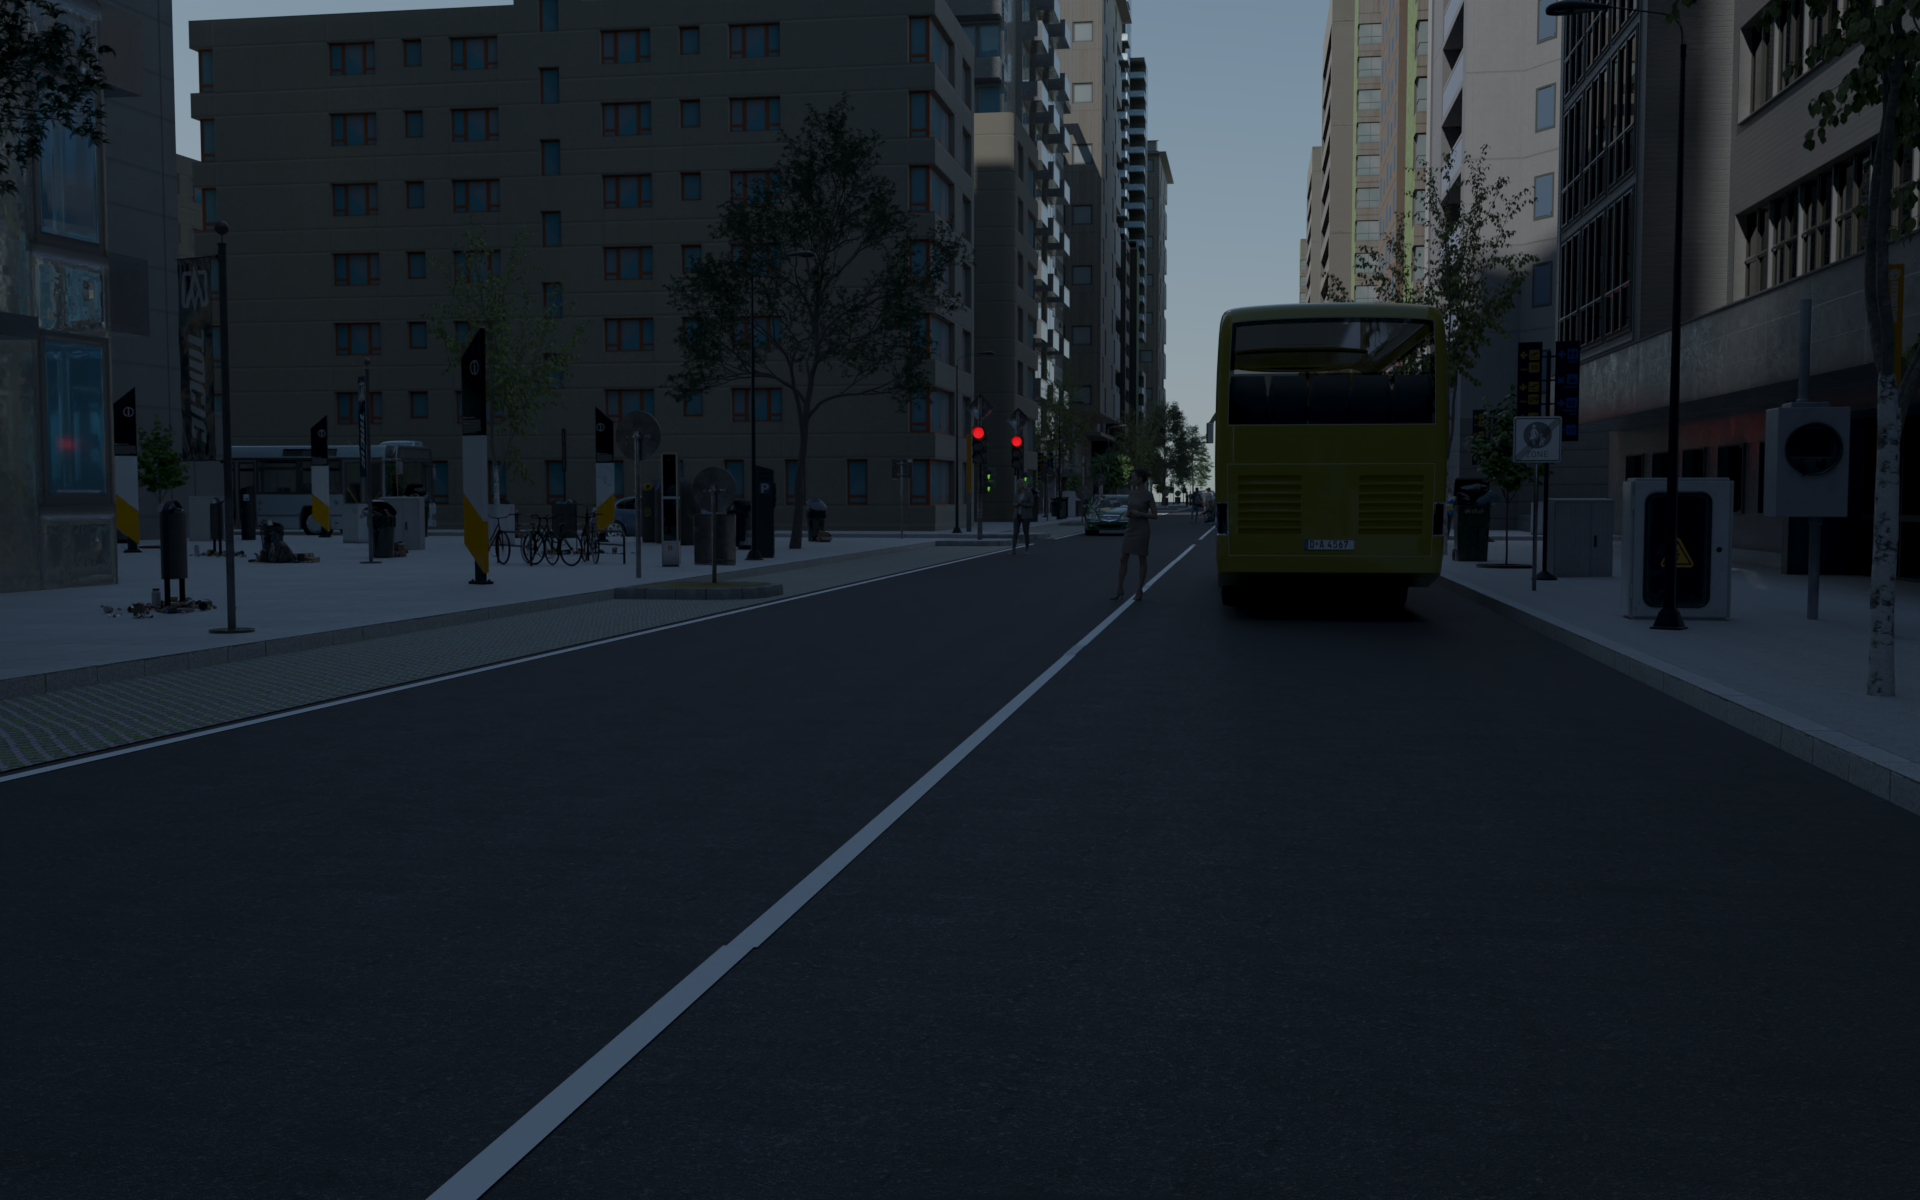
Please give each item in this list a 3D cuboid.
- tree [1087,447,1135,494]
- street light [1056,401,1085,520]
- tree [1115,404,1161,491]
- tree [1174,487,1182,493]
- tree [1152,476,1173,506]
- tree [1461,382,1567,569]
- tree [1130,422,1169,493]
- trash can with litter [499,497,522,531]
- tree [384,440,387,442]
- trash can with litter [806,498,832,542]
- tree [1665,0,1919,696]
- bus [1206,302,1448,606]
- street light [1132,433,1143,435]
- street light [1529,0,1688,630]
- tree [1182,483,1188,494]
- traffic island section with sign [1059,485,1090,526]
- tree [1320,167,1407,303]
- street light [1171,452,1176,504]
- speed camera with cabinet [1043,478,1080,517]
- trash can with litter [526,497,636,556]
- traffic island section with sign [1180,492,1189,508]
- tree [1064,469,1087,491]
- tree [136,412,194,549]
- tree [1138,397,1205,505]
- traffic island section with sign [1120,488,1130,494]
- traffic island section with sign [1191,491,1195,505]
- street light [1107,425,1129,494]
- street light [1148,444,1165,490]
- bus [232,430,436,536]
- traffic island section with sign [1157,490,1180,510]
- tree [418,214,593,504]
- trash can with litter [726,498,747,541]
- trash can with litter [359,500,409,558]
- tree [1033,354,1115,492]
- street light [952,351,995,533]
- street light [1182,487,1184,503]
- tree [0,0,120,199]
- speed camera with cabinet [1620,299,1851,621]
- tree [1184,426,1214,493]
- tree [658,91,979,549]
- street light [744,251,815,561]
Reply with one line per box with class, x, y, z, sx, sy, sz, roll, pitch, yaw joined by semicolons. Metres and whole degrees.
tree;10.432;-8.314;119.644;4.285;4.588;4.351;0;3;0
street light;5.519;-6.982;86.694;1.470;5.913;1.316;1;4;10
tree;14.425;-11.798;143.263;4.737;8.622;4.395;0;3;0
tree;28.204;-14.497;231.627;1.663;3.219;1.824;0;3;0
tree;25.221;-13.505;215.411;1.663;3.219;1.824;0;3;0
tree;9.674;-2.173;30.125;1.663;3.219;1.824;0;3;0
tree;18.905;-13.486;170.854;4.360;8.622;3.978;0;3;0
trash can with litter;-15.621;-2.977;60.057;1.055;1.170;0.624;2;4;31
tree;-20.166;-4.073;61.191;1.663;3.219;1.824;0;3;0
trash can with litter;-3.712;-2.142;46.406;0.624;1.170;1.055;-2;4;-29
tree;6.066;-3.687;10.648;4.737;8.622;4.395;0;3;0
bus;4.988;-2.054;25.134;2.896;3.916;12.252;1;4;8
street light;13.216;-9.751;131.972;1.470;5.913;1.316;1;4;10
street light;6.209;-2.682;16.388;1.470;5.913;1.316;1;4;10
tree;34.724;-16.750;268.465;1.663;3.219;1.824;0;3;0
traffic island section with sign;5.586;-4.280;78.605;1.989;1.847;2.006;1;4;10
tree;10.057;-5.269;36.515;4.737;8.622;4.395;0;3;0
street light;23.096;-13.359;190.957;1.470;5.913;1.316;1;4;10
speed camera with cabinet;5.627;-6.201;95.729;2.038;3.252;0.660;0;4;6
trash can with litter;-8.020;-1.576;36.828;2.233;1.210;1.678;0;4;-7
traffic island section with sign;22.898;-10.573;181.493;1.989;1.847;2.006;1;4;10
tree;8.569;-8.253;129.537;1.663;3.219;1.824;0;3;0
tree;-19.084;-2.838;40.997;1.663;3.219;1.824;0;3;0
tree;24.195;-17.622;205.129;9.611;12.733;9.660;0;3;0
traffic island section with sign;10.086;-5.915;105.334;1.989;1.847;2.006;1;4;10
traffic island section with sign;32.133;-13.933;236.428;1.989;1.847;2.006;1;4;10
street light;10.475;-8.775;116.018;1.470;5.913;1.316;1;4;10
street light;18.096;-11.562;161.585;1.470;5.913;1.316;1;4;10
bus;-22.969;-3.772;56.538;13.247;3.499;2.948;1;4;11
traffic island section with sign;18.421;-8.947;154.910;1.989;1.847;2.006;1;4;10
tree;-12.236;-5.877;46.457;4.737;8.622;4.395;0;3;0
trash can with litter;-6.251;-2.171;46.888;1.055;1.170;0.624;2;4;27
trash can with litter;-11.623;-1.445;35.020;0.624;1.170;1.055;0;4;8
tree;5.266;-8.625;91.377;4.737;8.622;4.395;0;3;0
street light;0.433;-5.136;56.507;1.470;5.913;1.316;1;4;10
street light;26.961;-14.767;213.977;1.470;5.913;1.316;1;4;10
tree;-7.798;-4.560;8.963;7.601;10.594;8.767;0;4;5
speed camera with cabinet;7.885;-1.426;17.657;2.038;3.252;0.660;1;4;12
tree;38.498;-22.634;288.198;7.486;12.596;7.792;0;3;0
tree;-3.557;-6.468;40.159;7.601;10.594;8.767;2;4;23
street light;-3.463;-3.718;33.328;1.470;5.913;1.316;1;4;10
